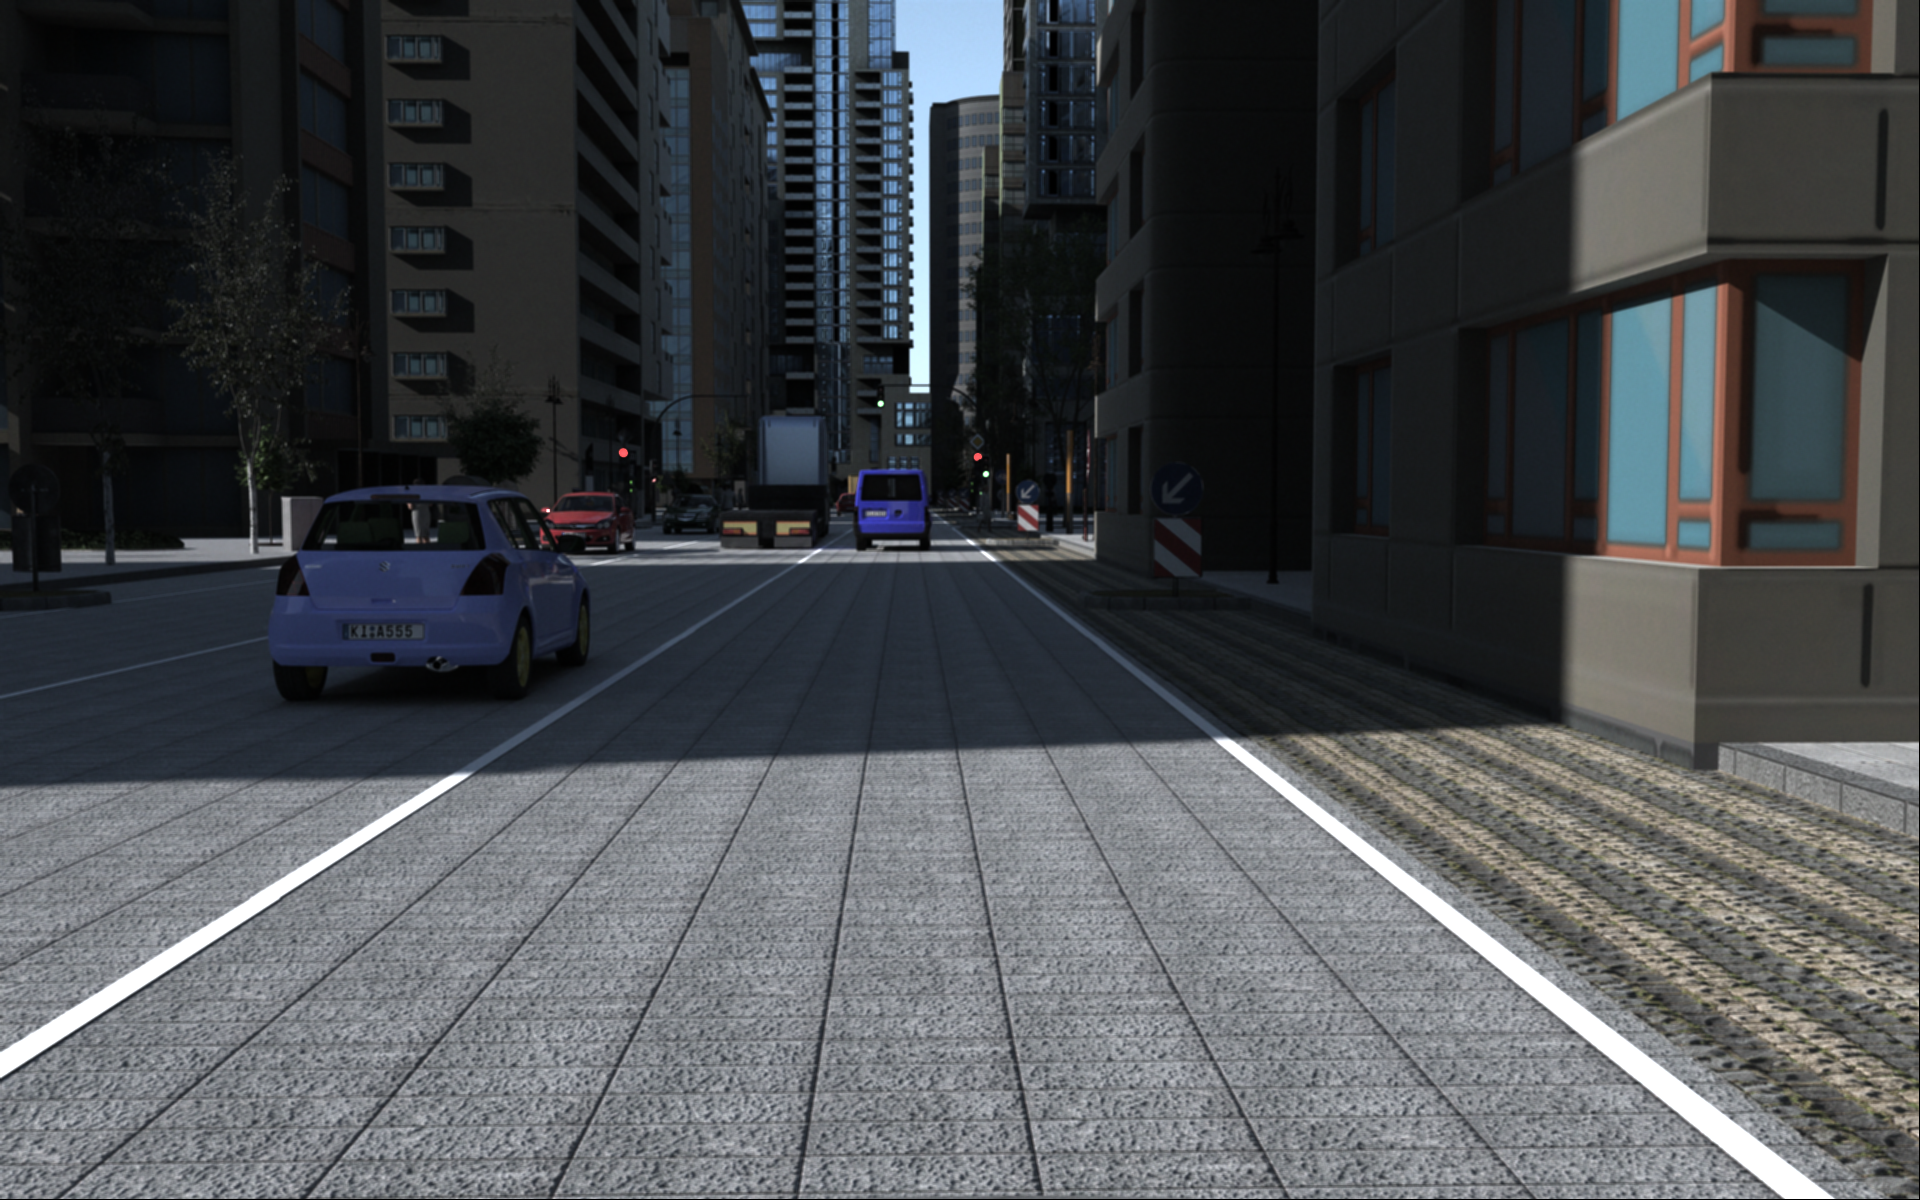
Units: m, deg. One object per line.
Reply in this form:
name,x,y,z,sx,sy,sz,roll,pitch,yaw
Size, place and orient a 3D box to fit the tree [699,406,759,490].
tree,-19.407,-11.892,144.797,4.737,8.622,4.395,0,3,0

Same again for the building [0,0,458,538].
building,-33.072,-24.565,56.268,28.867,44.769,22.147,0,4,-2

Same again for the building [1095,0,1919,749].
building,17.177,-10.890,23.089,27.650,21.520,28.899,0,4,-2

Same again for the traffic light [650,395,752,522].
traffic light,-11.969,-6.418,79.598,4.771,5.953,1.251,0,4,-2

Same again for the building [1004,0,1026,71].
building,13.243,-45.847,187.849,20.563,71.187,20.611,0,4,-2

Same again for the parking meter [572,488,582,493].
parking meter,-15.811,-3.860,71.521,0.372,1.533,0.369,0,3,0

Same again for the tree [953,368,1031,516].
tree,2.341,-9.184,100.525,4.360,8.622,3.978,0,3,0

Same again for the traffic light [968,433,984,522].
traffic light,0.797,-5.568,79.953,0.839,4.253,0.868,0,4,-2

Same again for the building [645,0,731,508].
building,-29.097,-31.238,160.858,14.600,45.320,14.200,0,4,-2

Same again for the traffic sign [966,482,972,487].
traffic sign,0.914,-8.392,137.211,0.884,2.594,0.081,0,4,5

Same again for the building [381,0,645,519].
building,-29.507,-28.707,93.057,21.300,48.544,21.600,0,4,-2

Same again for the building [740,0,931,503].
building,-19.845,-57.378,250.803,31.000,86.520,22.319,0,4,-2

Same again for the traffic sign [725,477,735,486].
traffic sign,-17.793,-8.199,133.792,0.795,2.593,0.064,0,4,3

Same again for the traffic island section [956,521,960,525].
traffic island section,0.837,-3.534,80.068,2.009,0.180,2.903,0,4,-2

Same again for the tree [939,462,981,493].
tree,0.668,-11.568,172.850,4.285,4.588,4.351,0,3,0

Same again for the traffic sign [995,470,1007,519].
traffic sign,2.214,-5.517,90.311,0.768,2.556,0.104,0,4,-1

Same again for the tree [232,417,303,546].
tree,-17.100,-2.972,43.197,1.663,3.219,1.824,0,3,0

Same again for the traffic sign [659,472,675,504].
traffic sign,-16.676,-6.030,98.586,0.884,2.594,0.081,0,4,-1

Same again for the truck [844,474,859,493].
truck,-9.150,-10.178,162.329,3.469,3.379,9.791,0,4,-3

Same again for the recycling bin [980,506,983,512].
recycling bin,1.799,-6.945,126.101,0.722,1.027,0.722,0,4,0

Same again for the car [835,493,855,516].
car,-7.244,-6.480,114.990,2.155,1.783,4.494,0,4,-2

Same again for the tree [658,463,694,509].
tree,-17.345,-6.853,106.654,1.663,3.219,1.824,0,3,0

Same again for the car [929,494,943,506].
car,-2.779,-11.311,194.524,1.945,1.707,3.694,0,4,0

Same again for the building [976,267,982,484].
building,8.974,-27.474,220.895,14.160,30.474,14.107,0,4,-2

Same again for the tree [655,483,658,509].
tree,-26.406,-9.731,153.704,1.663,3.219,1.824,0,3,0

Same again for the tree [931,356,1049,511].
tree,1.987,-11.098,115.858,8.767,10.594,7.601,1,4,11

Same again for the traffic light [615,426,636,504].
traffic light,-13.823,-5.052,71.520,0.839,4.253,0.868,0,4,-2

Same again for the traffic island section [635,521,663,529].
traffic island section,-14.098,-3.508,79.635,2.009,0.180,2.903,0,4,-2

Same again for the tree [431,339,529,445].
tree,-22.474,-8.011,81.344,4.360,8.622,3.978,0,3,0

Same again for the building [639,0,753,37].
building,-36.292,-36.208,181.238,28.713,52.752,27.495,0,4,-2

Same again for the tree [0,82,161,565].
tree,-15.491,-4.922,30.835,4.360,8.622,3.978,0,3,0

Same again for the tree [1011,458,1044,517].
tree,3.751,-5.945,91.794,1.663,3.219,1.824,0,3,0

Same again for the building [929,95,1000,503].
building,9.760,-43.433,252.123,28.212,58.520,21.231,0,4,-2

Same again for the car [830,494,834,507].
car,-14.792,-11.050,189.469,1.959,1.807,4.718,0,4,-1

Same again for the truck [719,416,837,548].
truck,-5.487,-3.926,53.952,2.967,4.110,18.799,0,4,-3

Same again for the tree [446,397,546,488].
tree,-15.702,-4.581,58.615,4.285,4.588,4.351,0,3,0

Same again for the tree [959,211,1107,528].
tree,3.969,-8.518,65.027,9.928,11.665,9.643,0,3,0

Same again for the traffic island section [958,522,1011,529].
traffic island section,1.072,-3.046,72.087,2.009,0.180,2.903,0,4,-2

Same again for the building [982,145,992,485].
building,9.592,-31.950,205.979,14.154,41.232,14.086,0,4,-2

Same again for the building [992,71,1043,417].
building,10.818,-29.833,171.369,14.154,41.232,14.086,0,4,-2

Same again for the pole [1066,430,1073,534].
pole,3.495,-3.750,55.149,0.158,3.312,0.155,0,3,0

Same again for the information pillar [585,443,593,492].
information pillar,-16.800,-5.335,78.579,0.183,3.616,0.504,1,4,23

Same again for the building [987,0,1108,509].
building,13.856,-50.492,138.221,22.319,86.520,31.000,0,4,-2

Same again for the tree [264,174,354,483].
tree,-15.129,-5.296,36.951,4.360,8.622,3.978,0,3,0

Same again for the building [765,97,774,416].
building,-37.536,-38.109,212.315,27.495,52.752,28.713,0,4,-2

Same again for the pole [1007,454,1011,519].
pole,2.484,-5.756,87.955,0.158,3.312,0.155,0,3,0

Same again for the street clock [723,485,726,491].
street clock,-17.988,-7.870,133.248,0.471,2.002,0.358,0,4,7

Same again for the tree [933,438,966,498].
tree,-1.037,-16.648,222.556,4.737,8.622,4.395,0,3,0

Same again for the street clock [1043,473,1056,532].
street clock,3.058,-3.330,59.019,0.358,2.002,0.471,-2,4,-33

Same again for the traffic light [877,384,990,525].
traffic light,-1.057,-5.939,71.769,4.771,5.953,1.251,0,4,-2
